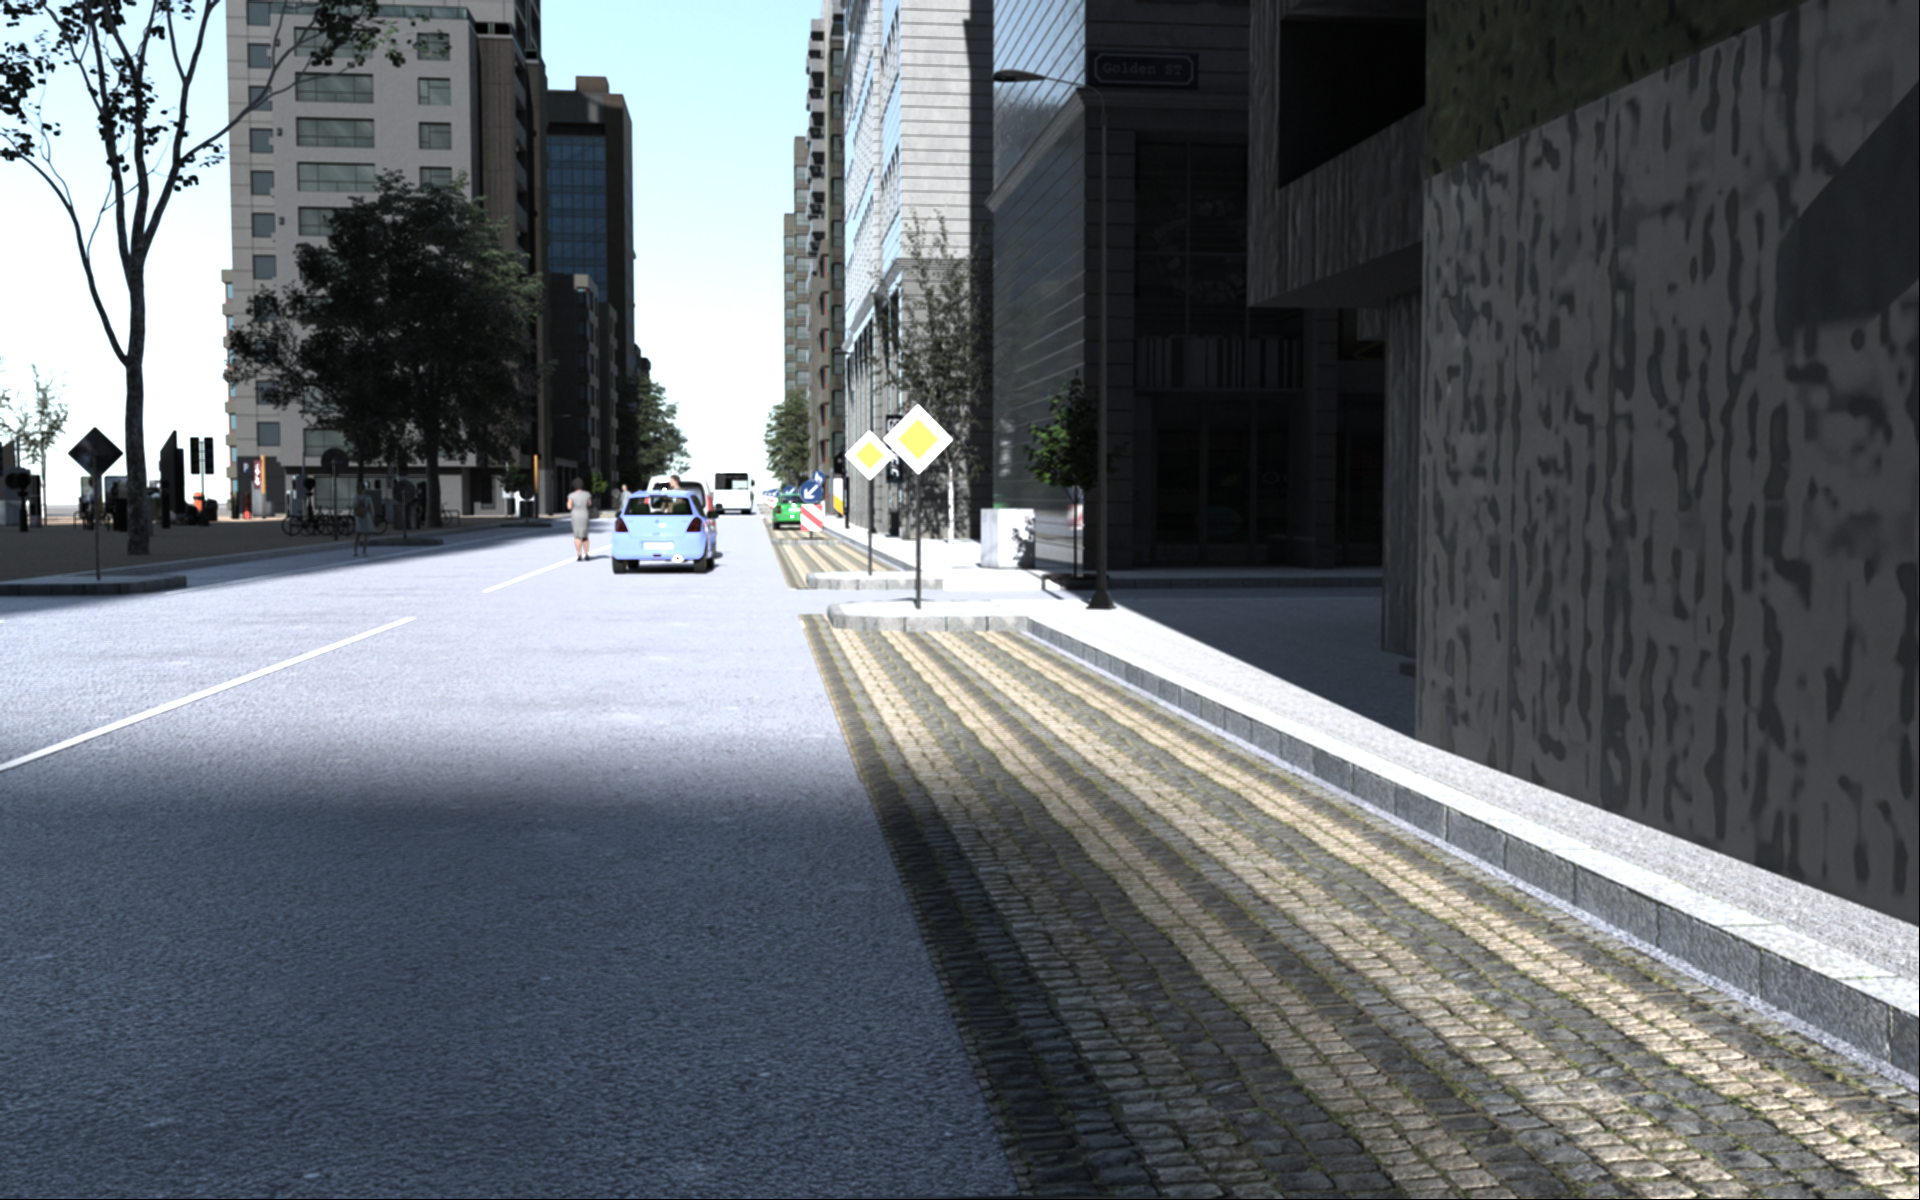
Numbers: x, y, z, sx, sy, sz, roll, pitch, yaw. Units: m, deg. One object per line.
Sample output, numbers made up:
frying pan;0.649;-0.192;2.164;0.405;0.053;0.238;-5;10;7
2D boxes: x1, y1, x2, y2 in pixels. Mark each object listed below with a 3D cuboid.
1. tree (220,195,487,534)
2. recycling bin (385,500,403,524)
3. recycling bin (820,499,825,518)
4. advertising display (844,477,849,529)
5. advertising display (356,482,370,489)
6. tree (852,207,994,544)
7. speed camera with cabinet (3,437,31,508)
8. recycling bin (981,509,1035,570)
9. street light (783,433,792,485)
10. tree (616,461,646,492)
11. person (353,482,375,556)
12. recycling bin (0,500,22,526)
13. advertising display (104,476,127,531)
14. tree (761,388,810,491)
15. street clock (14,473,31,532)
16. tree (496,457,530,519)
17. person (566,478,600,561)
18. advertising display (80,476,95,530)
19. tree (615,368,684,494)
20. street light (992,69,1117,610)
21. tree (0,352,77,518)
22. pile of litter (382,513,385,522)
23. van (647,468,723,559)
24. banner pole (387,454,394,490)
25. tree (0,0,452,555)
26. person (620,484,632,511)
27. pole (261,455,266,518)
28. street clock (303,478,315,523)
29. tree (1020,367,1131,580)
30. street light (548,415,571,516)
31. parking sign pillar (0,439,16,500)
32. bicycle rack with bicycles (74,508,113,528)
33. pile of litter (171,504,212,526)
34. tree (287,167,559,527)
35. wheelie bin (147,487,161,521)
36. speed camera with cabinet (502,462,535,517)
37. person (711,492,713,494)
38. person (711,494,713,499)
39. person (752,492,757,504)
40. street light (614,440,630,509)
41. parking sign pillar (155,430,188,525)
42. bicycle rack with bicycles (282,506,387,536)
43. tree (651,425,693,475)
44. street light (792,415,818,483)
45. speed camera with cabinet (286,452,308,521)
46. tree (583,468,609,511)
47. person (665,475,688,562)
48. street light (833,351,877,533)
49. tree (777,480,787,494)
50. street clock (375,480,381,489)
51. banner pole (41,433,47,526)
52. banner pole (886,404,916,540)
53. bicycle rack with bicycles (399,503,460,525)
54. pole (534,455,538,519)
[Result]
tree;-19.220;-7.370;54.906;8.767;10.594;7.601;-1;4;-11
recycling bin;-24.449;-3.824;75.068;0.722;1.027;0.722;0;4;0
recycling bin;-7.763;-5.027;94.742;0.722;1.027;0.722;0;4;-6
advertising display;-4.223;-3.630;64.557;0.123;1.923;0.974;0;4;-8
advertising display;-31.328;-5.241;90.897;0.974;1.923;0.123;2;4;33
tree;-0.368;-5.725;43.972;4.360;8.622;3.978;0;3;0
speed camera with cabinet;-33.218;-3.996;59.664;2.038;3.252;0.660;0;4;-7
recycling bin;0.824;-1.058;29.859;0.722;1.027;0.722;-2;4;-28
street light;-12.427;-9.707;131.257;1.470;5.913;1.316;0;4;-7
tree;-32.191;-11.272;168.004;4.285;4.588;4.351;0;3;0
person;-13.761;-1.859;39.900;0.512;1.701;0.522;0;4;-7
recycling bin;-38.342;-3.511;69.953;0.722;1.027;0.722;3;4;37
advertising display;-29.455;-3.387;60.597;0.974;1.923;0.123;1;4;12
tree;-17.689;-16.353;185.504;7.486;12.596;7.792;0;3;0
street clock;-31.813;-3.317;58.803;0.358;2.002;0.471;2;4;35
tree;-23.256;-5.831;89.937;1.663;3.219;1.824;0;3;0
person;-8.084;-1.728;37.109;0.716;1.782;0.532;-2;4;-28
advertising display;-31.128;-3.468;61.923;0.974;1.923;0.123;3;4;37
tree;-33.059;-16.434;175.353;9.857;13.997;8.962;0;3;0
street light;1.046;-2.852;19.177;1.470;5.913;1.316;0;4;-7
tree;-49.580;-8.730;93.093;4.360;8.622;3.978;0;3;0
pile of litter;-26.737;-3.937;78.338;1.176;0.858;1.719;2;4;32
van;-6.411;-1.988;39.522;2.013;2.044;4.112;-1;4;-9
banner pole;-29.899;-6.176;90.999;0.401;3.779;0.863;1;4;9
tree;-17.514;-11.105;37.464;12.611;20.169;13.585;0;3;0
person;-12.564;-3.448;64.969;0.635;1.810;0.391;2;4;34
pole;-36.577;-5.939;90.941;0.158;3.312;0.155;0;3;0
street clock;-29.134;-4.466;77.591;0.358;2.002;0.471;3;4;37
tree;1.871;-1.942;26.350;1.663;3.219;1.824;0;3;0
street light;-23.532;-7.902;101.739;1.470;5.913;1.316;0;4;-7
parking sign pillar;-47.318;-5.938;85.562;1.447;3.967;1.447;-1;4;-11
bicycle rack with bicycles;-32.221;-3.229;66.168;2.852;0.926;2.925;1;4;11
pile of litter;-31.602;-3.491;71.043;1.719;0.858;1.176;-2;4;-24
tree;-20.472;-9.782;66.583;9.857;13.997;8.962;0;3;0
wheelie bin;-37.920;-4.491;81.330;0.980;1.594;0.693;0;3;0
speed camera with cabinet;-24.540;-6.232;96.237;2.038;3.252;0.660;3;4;36
person;-34.343;-14.158;240.518;0.617;1.759;0.750;2;4;35
person;-26.495;-10.607;185.163;0.421;1.427;0.697;0;4;-7
person;-28.964;-14.227;241.825;1.217;1.735;0.721;1;4;10
street light;-28.873;-10.715;147.736;1.470;5.913;1.316;0;4;-7
parking sign pillar;-33.407;-5.198;73.459;1.447;3.967;1.447;3;5;40
bicycle rack with bicycles;-19.522;-2.449;53.426;2.925;0.926;2.852;0;4;3
tree;-43.718;-20.370;258.810;9.928;11.665;9.643;0;3;0
street light;-8.962;-7.914;101.936;1.470;5.913;1.316;0;4;-7
speed camera with cabinet;-31.530;-5.383;82.341;0.660;3.252;2.038;-2;4;-33
tree;-27.649;-8.441;132.617;1.663;3.219;1.824;0;3;0
person;-6.071;-1.734;36.768;0.656;1.842;0.836;-2;4;-30
street light;-3.406;-5.129;56.396;1.470;5.913;1.316;0;4;-7
tree;-22.456;-13.762;219.614;1.663;3.219;1.824;0;3;0
street clock;-29.142;-5.026;86.742;0.358;2.002;0.471;-1;4;-8
banner pole;-37.272;-4.924;70.531;0.401;3.779;0.863;-2;4;-34
banner pole;-1.657;-3.556;48.150;0.863;3.779;0.401;0;4;-2
bicycle rack with bicycles;-22.125;-3.539;71.252;2.852;0.926;2.925;2;4;26
pole;-22.114;-5.905;90.385;0.158;3.312;0.155;0;3;0
